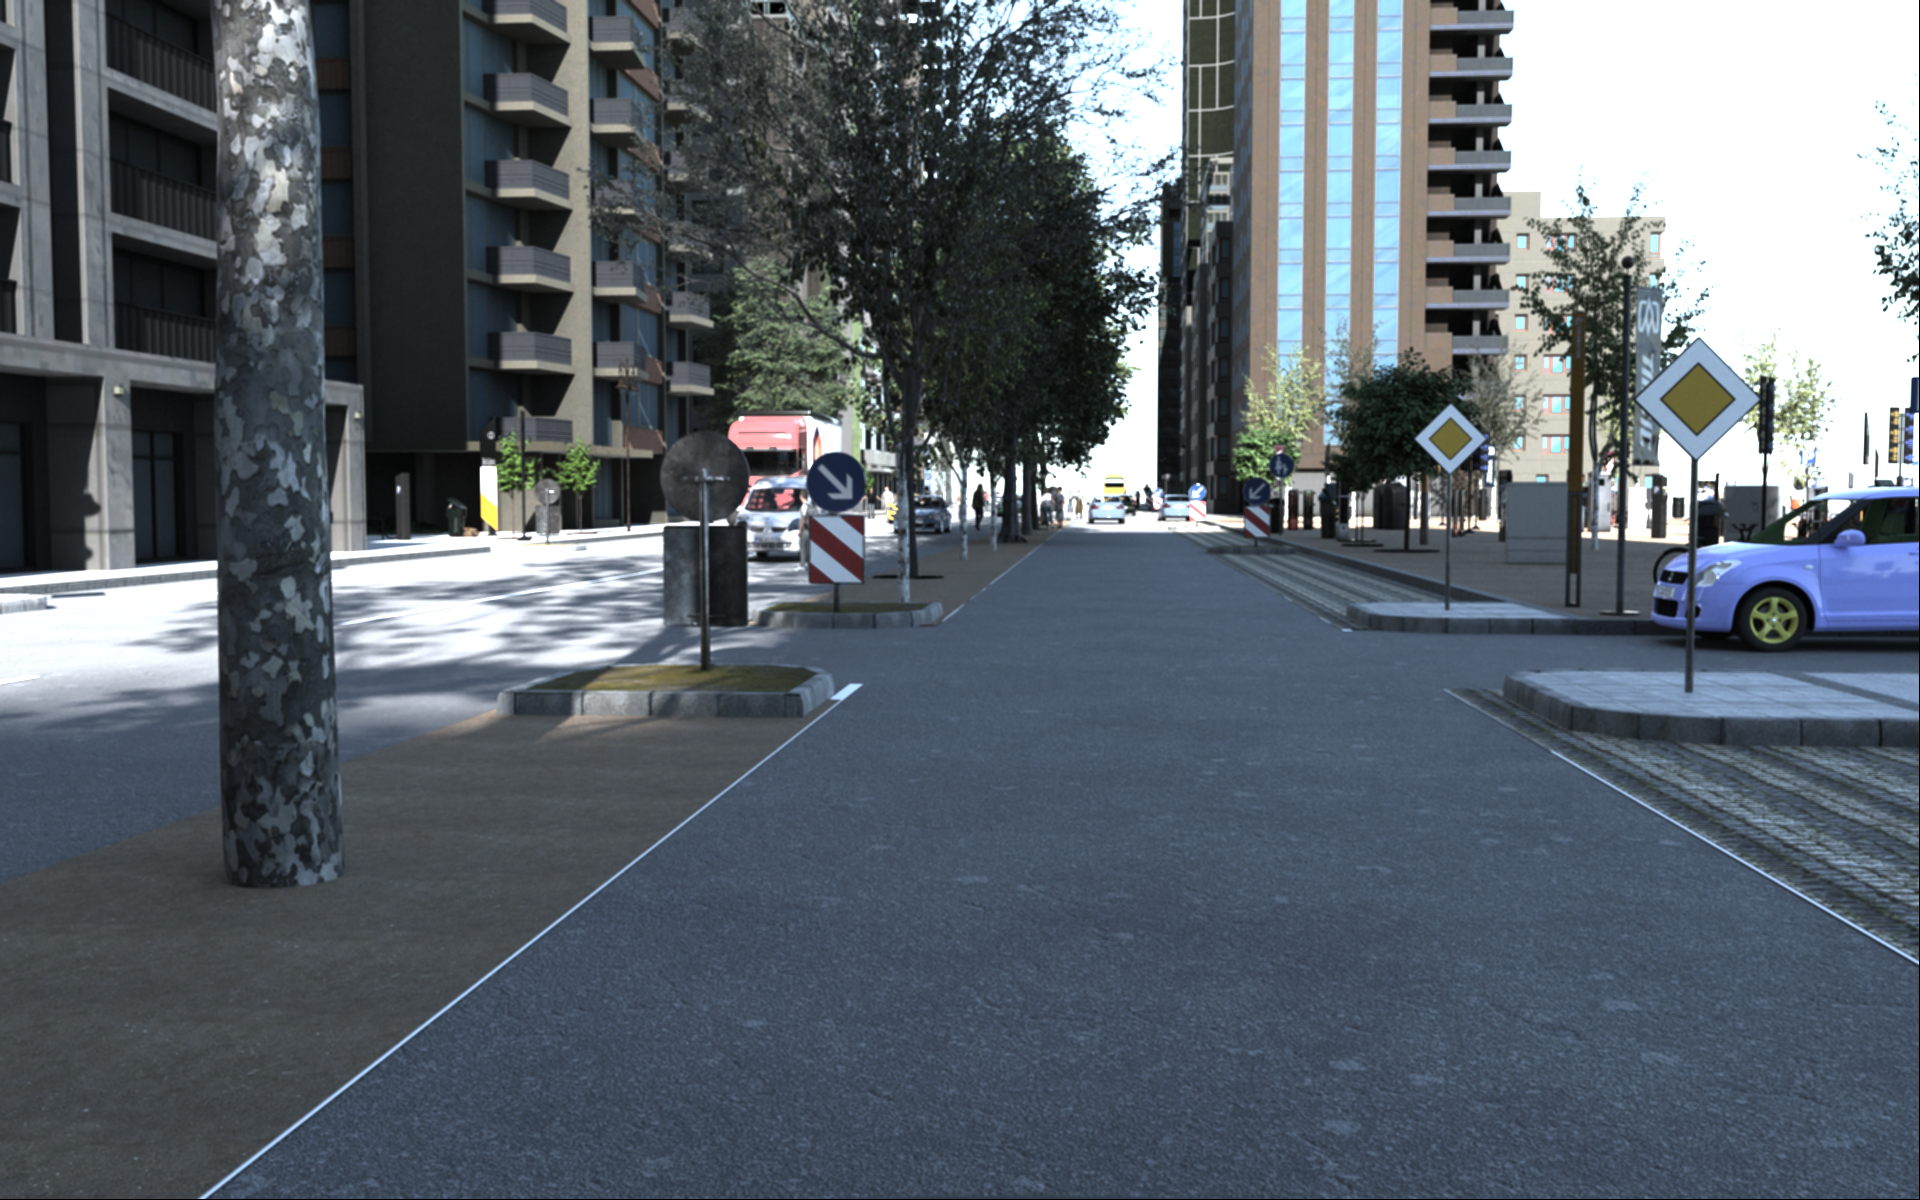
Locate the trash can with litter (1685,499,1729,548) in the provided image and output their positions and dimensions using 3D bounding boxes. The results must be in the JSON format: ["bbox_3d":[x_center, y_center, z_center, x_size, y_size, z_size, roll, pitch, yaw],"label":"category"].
[{"bbox_3d":[15.121,-1.451,35.110,0.624,1.170,1.055,3,5,39],"label":"trash can with litter"}]

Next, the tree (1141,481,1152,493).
[{"bbox_3d":[26.947,-15.572,249.209,1.663,3.219,1.824,0,3,0],"label":"tree"}]

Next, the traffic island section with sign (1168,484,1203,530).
[{"bbox_3d":[9.290,-3.682,68.826,1.989,1.847,2.006,0,4,5],"label":"traffic island section with sign"}]

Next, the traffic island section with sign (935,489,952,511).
[{"bbox_3d":[-1.738,-8.479,147.266,1.989,1.847,2.006,0,4,5],"label":"traffic island section with sign"}]

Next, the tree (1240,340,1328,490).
[{"bbox_3d":[15.484,-8.071,82.317,4.737,8.622,4.395,0,3,0],"label":"tree"}]

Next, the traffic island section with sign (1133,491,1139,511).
[{"bbox_3d":[15.780,-8.389,145.782,1.989,1.847,2.006,0,4,5],"label":"traffic island section with sign"}]

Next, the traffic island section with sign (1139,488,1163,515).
[{"bbox_3d":[13.510,-6.746,118.923,1.989,1.847,2.006,0,4,5],"label":"traffic island section with sign"}]

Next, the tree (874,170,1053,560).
[{"bbox_3d":[0.056,-5.188,37.648,4.737,8.622,4.395,0,3,0],"label":"tree"}]

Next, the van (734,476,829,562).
[{"bbox_3d":[-3.882,-1.895,37.998,2.013,2.044,4.112,0,4,3],"label":"van"}]

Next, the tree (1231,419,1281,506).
[{"bbox_3d":[13.315,-5.617,75.559,4.285,4.588,4.351,0,3,0],"label":"tree"}]

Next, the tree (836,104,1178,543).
[{"bbox_3d":[1.478,-8.011,50.441,9.611,12.733,9.660,0,3,0],"label":"tree"}]

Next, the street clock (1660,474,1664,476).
[{"bbox_3d":[25.368,-3.567,62.889,0.358,2.002,0.471,0,4,-3],"label":"street clock"}]

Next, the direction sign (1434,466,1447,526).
[{"bbox_3d":[19.672,-4.802,70.517,0.876,3.537,0.379,0,4,4],"label":"direction sign"}]

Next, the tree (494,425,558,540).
[{"bbox_3d":[-12.720,-3.329,49.031,1.663,3.219,1.824,0,3,0],"label":"tree"}]

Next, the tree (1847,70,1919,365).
[{"bbox_3d":[17.466,-4.866,29.914,4.360,8.622,3.978,0,3,0],"label":"tree"}]

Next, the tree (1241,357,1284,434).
[{"bbox_3d":[16.693,-8.474,88.912,4.360,8.622,3.978,0,3,0],"label":"tree"}]

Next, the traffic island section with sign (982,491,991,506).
[{"bbox_3d":[2.904,-11.830,202.041,1.989,1.847,2.006,0,4,5],"label":"traffic island section with sign"}]

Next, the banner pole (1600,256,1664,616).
[{"bbox_3d":[7.220,-1.740,18.465,0.863,3.779,0.401,-2,4,-34],"label":"banner pole"}]

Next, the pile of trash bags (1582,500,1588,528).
[{"bbox_3d":[22.084,-3.420,65.666,3.447,1.369,1.912,-1,4,-11],"label":"pile of trash bags"}]

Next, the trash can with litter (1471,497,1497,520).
[{"bbox_3d":[26.757,-4.665,87.332,2.233,1.210,1.678,2,4,25],"label":"trash can with litter"}]

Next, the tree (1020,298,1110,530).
[{"bbox_3d":[3.781,-9.247,79.396,9.928,11.665,9.643,0,3,0],"label":"tree"}]

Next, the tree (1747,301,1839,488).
[{"bbox_3d":[30.617,-7.041,65.483,4.737,8.622,4.395,0,3,0],"label":"tree"}]

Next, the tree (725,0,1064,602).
[{"bbox_3d":[-0.704,-4.166,20.926,4.360,8.622,3.978,0,3,0],"label":"tree"}]

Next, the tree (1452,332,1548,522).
[{"bbox_3d":[24.793,-7.926,79.955,4.360,8.622,3.978,0,3,0],"label":"tree"}]

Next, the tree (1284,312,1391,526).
[{"bbox_3d":[15.703,-7.267,69.181,4.360,8.622,3.978,0,3,0],"label":"tree"}]

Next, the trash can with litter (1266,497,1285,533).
[{"bbox_3d":[10.302,-2.773,56.732,0.624,1.170,1.055,0,4,6],"label":"trash can with litter"}]

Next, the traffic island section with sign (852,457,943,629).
[{"bbox_3d":[-1.283,-0.690,19.416,2.006,1.907,1.989,0,4,5],"label":"traffic island section with sign"}]

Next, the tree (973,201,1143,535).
[{"bbox_3d":[2.405,-8.508,59.685,7.486,12.596,7.792,0,3,0],"label":"tree"}]

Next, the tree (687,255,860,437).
[{"bbox_3d":[-9.691,-11.268,90.883,9.857,13.997,8.962,0,3,0],"label":"tree"}]

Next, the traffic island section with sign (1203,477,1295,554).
[{"bbox_3d":[7.013,-2.036,41.923,1.989,1.847,2.006,0,4,5],"label":"traffic island section with sign"}]

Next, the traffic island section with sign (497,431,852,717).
[{"bbox_3d":[-1.916,-0.238,12.035,2.006,1.907,1.989,0,4,5],"label":"traffic island section with sign"}]

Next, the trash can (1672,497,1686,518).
[{"bbox_3d":[38.137,-4.910,91.934,0.748,1.137,0.748,0,3,0],"label":"trash can"}]

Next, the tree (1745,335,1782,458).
[{"bbox_3d":[36.217,-7.573,74.177,4.360,8.622,3.978,0,3,0],"label":"tree"}]

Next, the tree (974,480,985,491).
[{"bbox_3d":[2.838,-14.511,231.852,1.663,3.219,1.824,0,3,0],"label":"tree"}]

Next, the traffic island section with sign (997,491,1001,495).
[{"bbox_3d":[5.223,-13.510,229.518,1.989,1.847,2.006,0,4,5],"label":"traffic island section with sign"}]

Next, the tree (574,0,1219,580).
[{"bbox_3d":[-0.896,-7.111,29.092,12.009,13.543,11.850,0,3,0],"label":"tree"}]

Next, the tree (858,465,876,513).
[{"bbox_3d":[-6.485,-7.440,116.242,1.663,3.219,1.824,0,3,0],"label":"tree"}]

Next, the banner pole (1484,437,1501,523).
[{"bbox_3d":[23.580,-5.297,76.620,0.863,3.779,0.401,0,4,5],"label":"banner pole"}]

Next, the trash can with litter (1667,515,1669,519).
[{"bbox_3d":[35.390,-4.744,88.620,1.678,1.210,2.233,-3,4,-36],"label":"trash can with litter"}]

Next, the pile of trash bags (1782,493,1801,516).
[{"bbox_3d":[42.453,-4.939,90.505,3.447,1.369,1.912,-1,4,-16],"label":"pile of trash bags"}]

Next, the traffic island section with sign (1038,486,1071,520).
[{"bbox_3d":[5.030,-5.269,94.290,2.006,1.907,1.989,0,4,5],"label":"traffic island section with sign"}]

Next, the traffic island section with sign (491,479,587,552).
[{"bbox_3d":[-10.487,-2.130,43.452,1.989,1.847,2.006,0,4,5],"label":"traffic island section with sign"}]

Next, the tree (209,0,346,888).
[{"bbox_3d":[-1.380,-8.963,4.894,12.611,20.169,13.585,0,3,0],"label":"tree"}]

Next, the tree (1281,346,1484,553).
[{"bbox_3d":[9.873,-3.348,38.461,4.285,4.588,4.351,0,3,0],"label":"tree"}]

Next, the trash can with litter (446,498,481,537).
[{"bbox_3d":[-14.776,-2.460,51.600,1.055,1.170,0.624,1,4,18],"label":"trash can with litter"}]

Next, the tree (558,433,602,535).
[{"bbox_3d":[-12.223,-3.702,55.131,1.663,3.219,1.824,0,3,0],"label":"tree"}]

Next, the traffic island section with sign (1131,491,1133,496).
[{"bbox_3d":[20.399,-11.730,200.410,1.989,1.847,2.006,0,4,5],"label":"traffic island section with sign"}]

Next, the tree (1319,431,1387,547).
[{"bbox_3d":[9.803,-2.940,42.673,1.663,3.219,1.824,0,3,0],"label":"tree"}]

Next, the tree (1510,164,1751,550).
[{"bbox_3d":[14.734,-5.437,39.265,4.737,8.622,4.395,0,3,0],"label":"tree"}]
